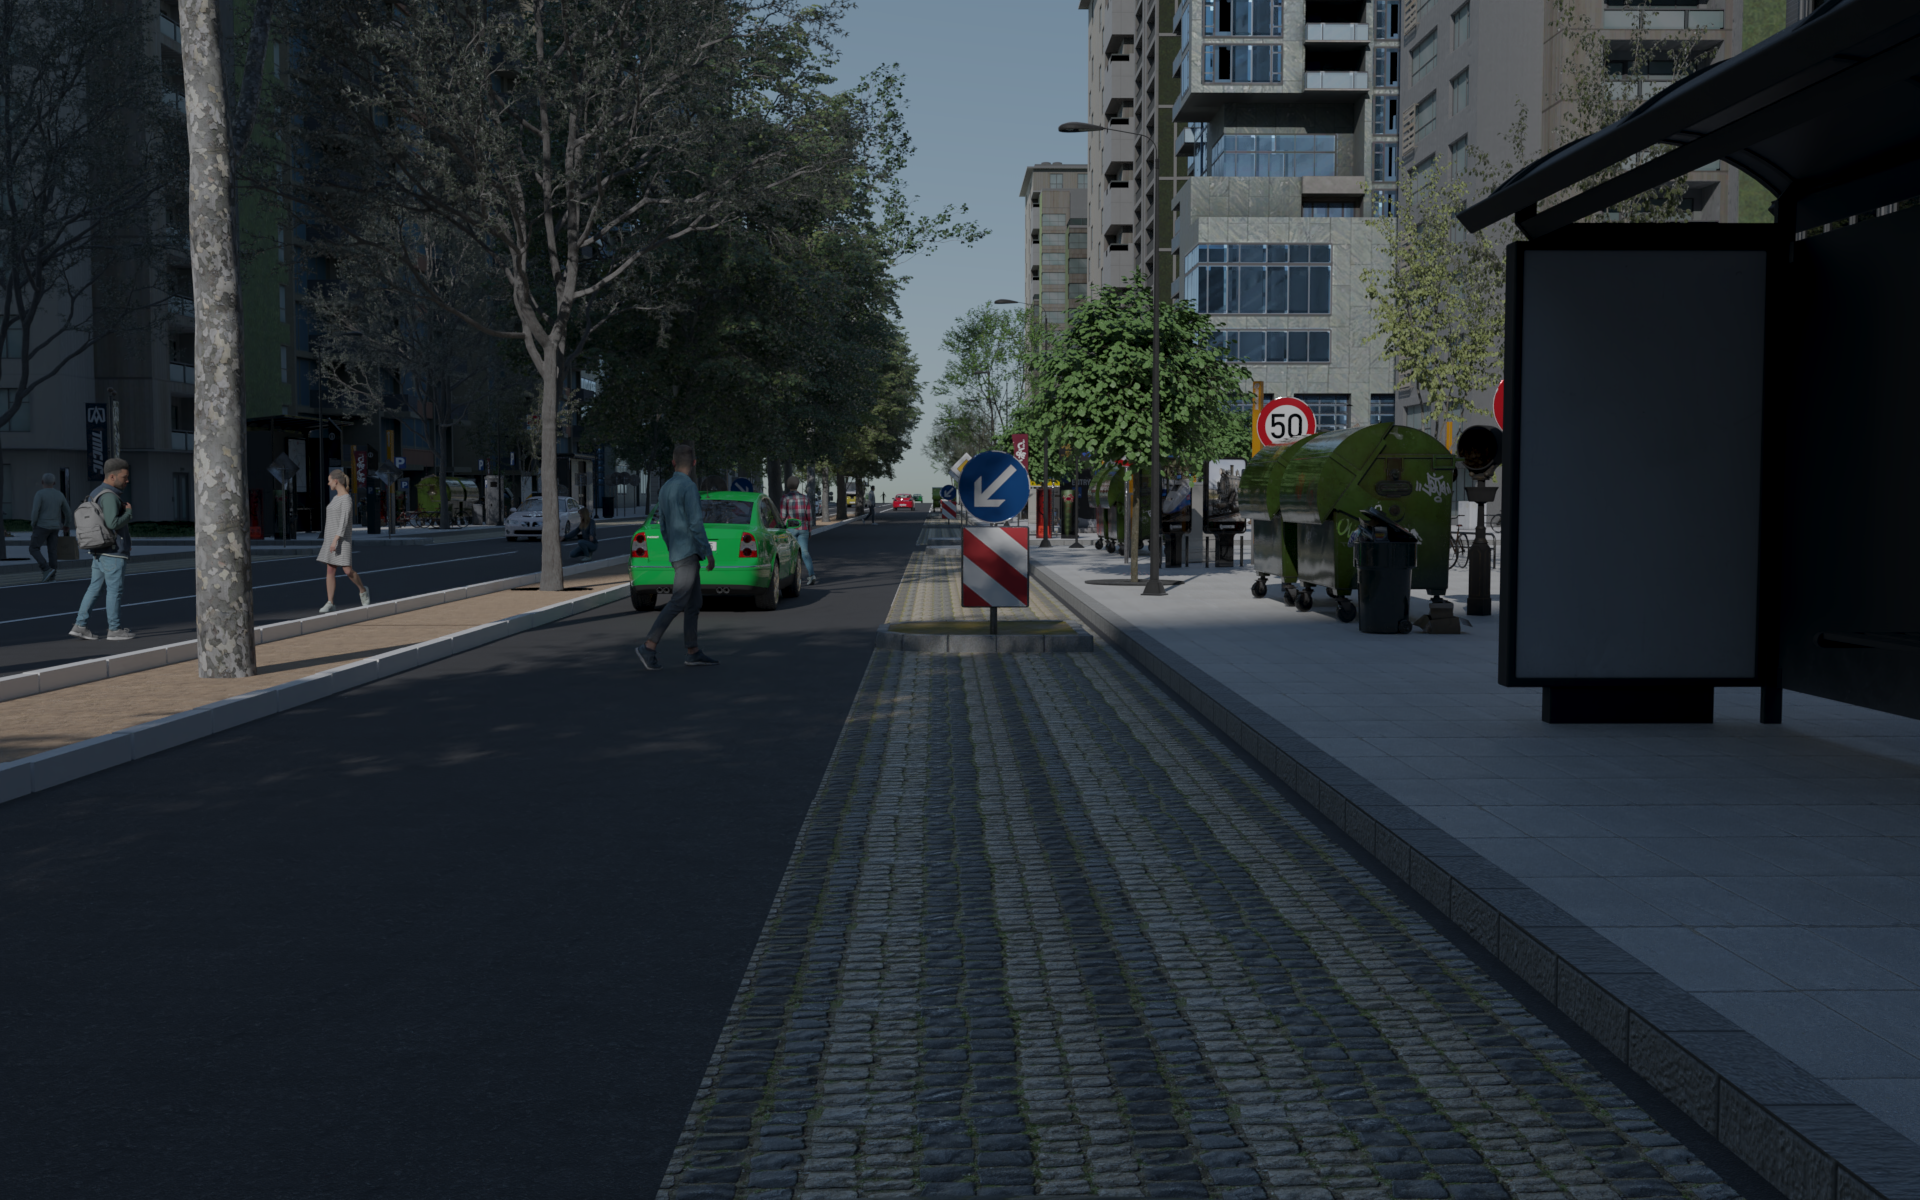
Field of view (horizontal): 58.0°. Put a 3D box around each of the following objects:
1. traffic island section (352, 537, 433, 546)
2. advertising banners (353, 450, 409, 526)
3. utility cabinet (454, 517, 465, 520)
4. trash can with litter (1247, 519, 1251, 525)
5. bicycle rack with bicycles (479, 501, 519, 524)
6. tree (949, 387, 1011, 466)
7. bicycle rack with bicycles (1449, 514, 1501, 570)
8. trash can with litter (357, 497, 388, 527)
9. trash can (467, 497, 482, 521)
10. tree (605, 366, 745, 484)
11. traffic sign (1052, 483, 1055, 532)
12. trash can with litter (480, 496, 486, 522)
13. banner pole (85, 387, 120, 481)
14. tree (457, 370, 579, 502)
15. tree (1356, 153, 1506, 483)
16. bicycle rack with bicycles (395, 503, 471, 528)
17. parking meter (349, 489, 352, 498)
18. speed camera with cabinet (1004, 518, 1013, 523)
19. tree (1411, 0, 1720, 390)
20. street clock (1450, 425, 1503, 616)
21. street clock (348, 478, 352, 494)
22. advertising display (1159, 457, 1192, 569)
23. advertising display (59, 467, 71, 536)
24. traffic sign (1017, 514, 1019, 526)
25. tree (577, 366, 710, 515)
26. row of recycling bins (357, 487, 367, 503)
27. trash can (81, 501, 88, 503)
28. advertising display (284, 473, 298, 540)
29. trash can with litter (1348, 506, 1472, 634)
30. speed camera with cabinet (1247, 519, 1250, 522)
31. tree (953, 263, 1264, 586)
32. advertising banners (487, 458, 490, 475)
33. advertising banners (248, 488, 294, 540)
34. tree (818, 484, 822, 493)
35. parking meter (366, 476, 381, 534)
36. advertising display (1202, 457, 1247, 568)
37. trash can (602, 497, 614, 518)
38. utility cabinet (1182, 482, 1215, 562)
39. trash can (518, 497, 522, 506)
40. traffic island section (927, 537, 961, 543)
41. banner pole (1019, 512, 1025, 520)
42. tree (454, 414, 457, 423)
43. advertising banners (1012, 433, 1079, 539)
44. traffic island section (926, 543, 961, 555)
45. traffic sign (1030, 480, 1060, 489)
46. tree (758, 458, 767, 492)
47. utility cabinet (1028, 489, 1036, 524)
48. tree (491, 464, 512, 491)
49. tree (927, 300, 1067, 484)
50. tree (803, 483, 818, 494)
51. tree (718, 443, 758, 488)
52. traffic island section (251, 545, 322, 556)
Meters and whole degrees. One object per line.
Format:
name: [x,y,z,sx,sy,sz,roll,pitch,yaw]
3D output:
traffic island section: [-16.319,-1.665,49.505,2.009,0.180,2.903,0,4,-1]
advertising banners: [-23.329,-4.501,69.774,2.074,3.025,0.090,-1,4,-14]
utility cabinet: [-24.736,-4.544,85.454,0.306,1.237,1.020,-3,5,-44]
trash can with litter: [11.988,-3.752,72.736,1.055,1.170,0.624,0,4,-4]
bicycle rack with bicycles: [-20.369,-3.776,75.115,2.852,0.926,2.925,-2,4,-24]
tree: [1.875,-10.215,117.378,4.360,8.622,3.978,0,3,0]
bicycle rack with bicycles: [7.996,-1.022,30.090,2.852,0.926,2.925,-1,4,-12]
trash can with litter: [-23.101,-3.469,68.112,1.055,1.170,0.624,-3,5,-44]
trash can: [-21.772,-4.028,77.516,0.748,1.137,0.748,0,3,0]
tree: [-19.413,-12.278,117.747,9.611,12.733,9.660,0,3,0]
traffic sign: [3.178,-3.599,58.954,0.768,2.556,0.104,1,4,9]
trash can with litter: [-21.957,-4.183,79.783,0.624,1.170,1.055,0,4,-5]
banner pole: [-20.683,-3.175,41.922,0.863,3.779,0.401,-2,4,-27]
tree: [-19.666,-7.847,78.662,4.360,8.622,3.978,0,3,0]
tree: [10.398,-5.335,37.597,4.737,8.622,4.395,0,3,0]
bicycle rack with bicycles: [-20.129,-3.211,65.889,2.925,0.926,2.852,-1,4,-12]
parking meter: [-26.516,-4.110,75.615,0.372,1.533,0.369,0,3,0]
speed camera with cabinet: [2.189,-5.147,78.487,0.660,3.252,2.038,1,4,23]
tree: [9.049,-4.585,25.323,4.360,8.622,3.978,0,3,0]
street clock: [5.489,-0.837,18.257,0.358,2.002,0.471,-3,5,-45]
street clock: [-27.663,-4.528,78.610,0.358,2.002,0.471,-1,4,-8]
advertising display: [3.718,-1.522,30.106,0.123,1.923,0.974,3,5,41]
advertising display: [-21.195,-2.192,41.047,0.123,1.923,0.974,-1,4,-22]
traffic sign: [1.928,-3.495,57.155,0.884,2.594,0.081,0,4,6]
tree: [-19.061,-10.437,105.063,8.767,10.594,7.601,-1,4,-8]
row of recycling bins: [-29.273,-4.471,80.209,3.534,1.692,1.069,-1,4,-15]
trash can: [-18.999,-1.627,38.260,0.748,1.137,0.748,0,3,0]
advertising display: [-18.957,-2.681,49.054,0.123,1.923,0.974,-2,4,-35]
trash can with litter: [4.162,-0.284,16.039,1.055,1.170,0.624,0,4,0]
speed camera with cabinet: [12.749,-4.990,75.917,0.660,3.252,2.038,0,4,2]
tree: [2.541,-2.504,24.655,4.285,4.588,4.351,0,3,0]
advertising banners: [-22.812,-5.409,84.625,0.090,3.025,2.074,0,4,1]
advertising banners: [-19.652,-3.188,48.306,2.074,3.025,0.090,0,4,1]
tree: [-22.573,-16.998,272.519,1.663,3.219,1.824,0,3,0]
parking meter: [-18.736,-3.036,55.352,0.399,1.863,0.255,1,4,23]
advertising display: [4.638,-1.536,30.333,0.974,1.923,0.123,-3,4,-37]
trash can: [-18.673,-4.909,91.910,0.748,1.137,0.748,0,3,0]
utility cabinet: [4.442,-1.453,32.443,0.318,1.500,1.173,3,5,40]
trash can: [-22.313,-4.721,88.841,0.748,1.137,0.748,0,3,0]
traffic island section: [0.071,-1.679,49.725,2.009,0.180,2.903,0,4,-1]
banner pole: [2.814,-5.880,86.147,0.863,3.779,0.401,2,4,30]
tree: [-28.513,-9.452,104.903,4.360,8.622,3.978,0,3,0]
advertising banners: [2.442,-3.275,49.738,2.074,3.025,0.090,2,4,24]
traffic island section: [0.180,-1.190,41.740,2.009,0.180,2.903,0,4,-1]
traffic sign: [3.577,-4.182,62.255,2.265,3.308,0.079,0,4,8]
tree: [-20.618,-13.443,170.149,4.737,8.622,4.395,0,3,0]
utility cabinet: [3.436,-3.981,73.761,1.173,1.500,0.318,3,5,41]
tree: [-29.270,-7.065,110.118,1.663,3.219,1.824,0,3,0]
tree: [2.219,-10.142,91.581,9.928,11.665,9.643,0,3,0]
tree: [-21.554,-15.283,244.479,1.663,3.219,1.824,0,3,0]
tree: [-21.144,-12.428,153.567,4.737,8.622,4.395,0,3,0]
traffic island section: [-16.209,-1.177,41.521,2.009,0.180,2.903,0,4,-1]
